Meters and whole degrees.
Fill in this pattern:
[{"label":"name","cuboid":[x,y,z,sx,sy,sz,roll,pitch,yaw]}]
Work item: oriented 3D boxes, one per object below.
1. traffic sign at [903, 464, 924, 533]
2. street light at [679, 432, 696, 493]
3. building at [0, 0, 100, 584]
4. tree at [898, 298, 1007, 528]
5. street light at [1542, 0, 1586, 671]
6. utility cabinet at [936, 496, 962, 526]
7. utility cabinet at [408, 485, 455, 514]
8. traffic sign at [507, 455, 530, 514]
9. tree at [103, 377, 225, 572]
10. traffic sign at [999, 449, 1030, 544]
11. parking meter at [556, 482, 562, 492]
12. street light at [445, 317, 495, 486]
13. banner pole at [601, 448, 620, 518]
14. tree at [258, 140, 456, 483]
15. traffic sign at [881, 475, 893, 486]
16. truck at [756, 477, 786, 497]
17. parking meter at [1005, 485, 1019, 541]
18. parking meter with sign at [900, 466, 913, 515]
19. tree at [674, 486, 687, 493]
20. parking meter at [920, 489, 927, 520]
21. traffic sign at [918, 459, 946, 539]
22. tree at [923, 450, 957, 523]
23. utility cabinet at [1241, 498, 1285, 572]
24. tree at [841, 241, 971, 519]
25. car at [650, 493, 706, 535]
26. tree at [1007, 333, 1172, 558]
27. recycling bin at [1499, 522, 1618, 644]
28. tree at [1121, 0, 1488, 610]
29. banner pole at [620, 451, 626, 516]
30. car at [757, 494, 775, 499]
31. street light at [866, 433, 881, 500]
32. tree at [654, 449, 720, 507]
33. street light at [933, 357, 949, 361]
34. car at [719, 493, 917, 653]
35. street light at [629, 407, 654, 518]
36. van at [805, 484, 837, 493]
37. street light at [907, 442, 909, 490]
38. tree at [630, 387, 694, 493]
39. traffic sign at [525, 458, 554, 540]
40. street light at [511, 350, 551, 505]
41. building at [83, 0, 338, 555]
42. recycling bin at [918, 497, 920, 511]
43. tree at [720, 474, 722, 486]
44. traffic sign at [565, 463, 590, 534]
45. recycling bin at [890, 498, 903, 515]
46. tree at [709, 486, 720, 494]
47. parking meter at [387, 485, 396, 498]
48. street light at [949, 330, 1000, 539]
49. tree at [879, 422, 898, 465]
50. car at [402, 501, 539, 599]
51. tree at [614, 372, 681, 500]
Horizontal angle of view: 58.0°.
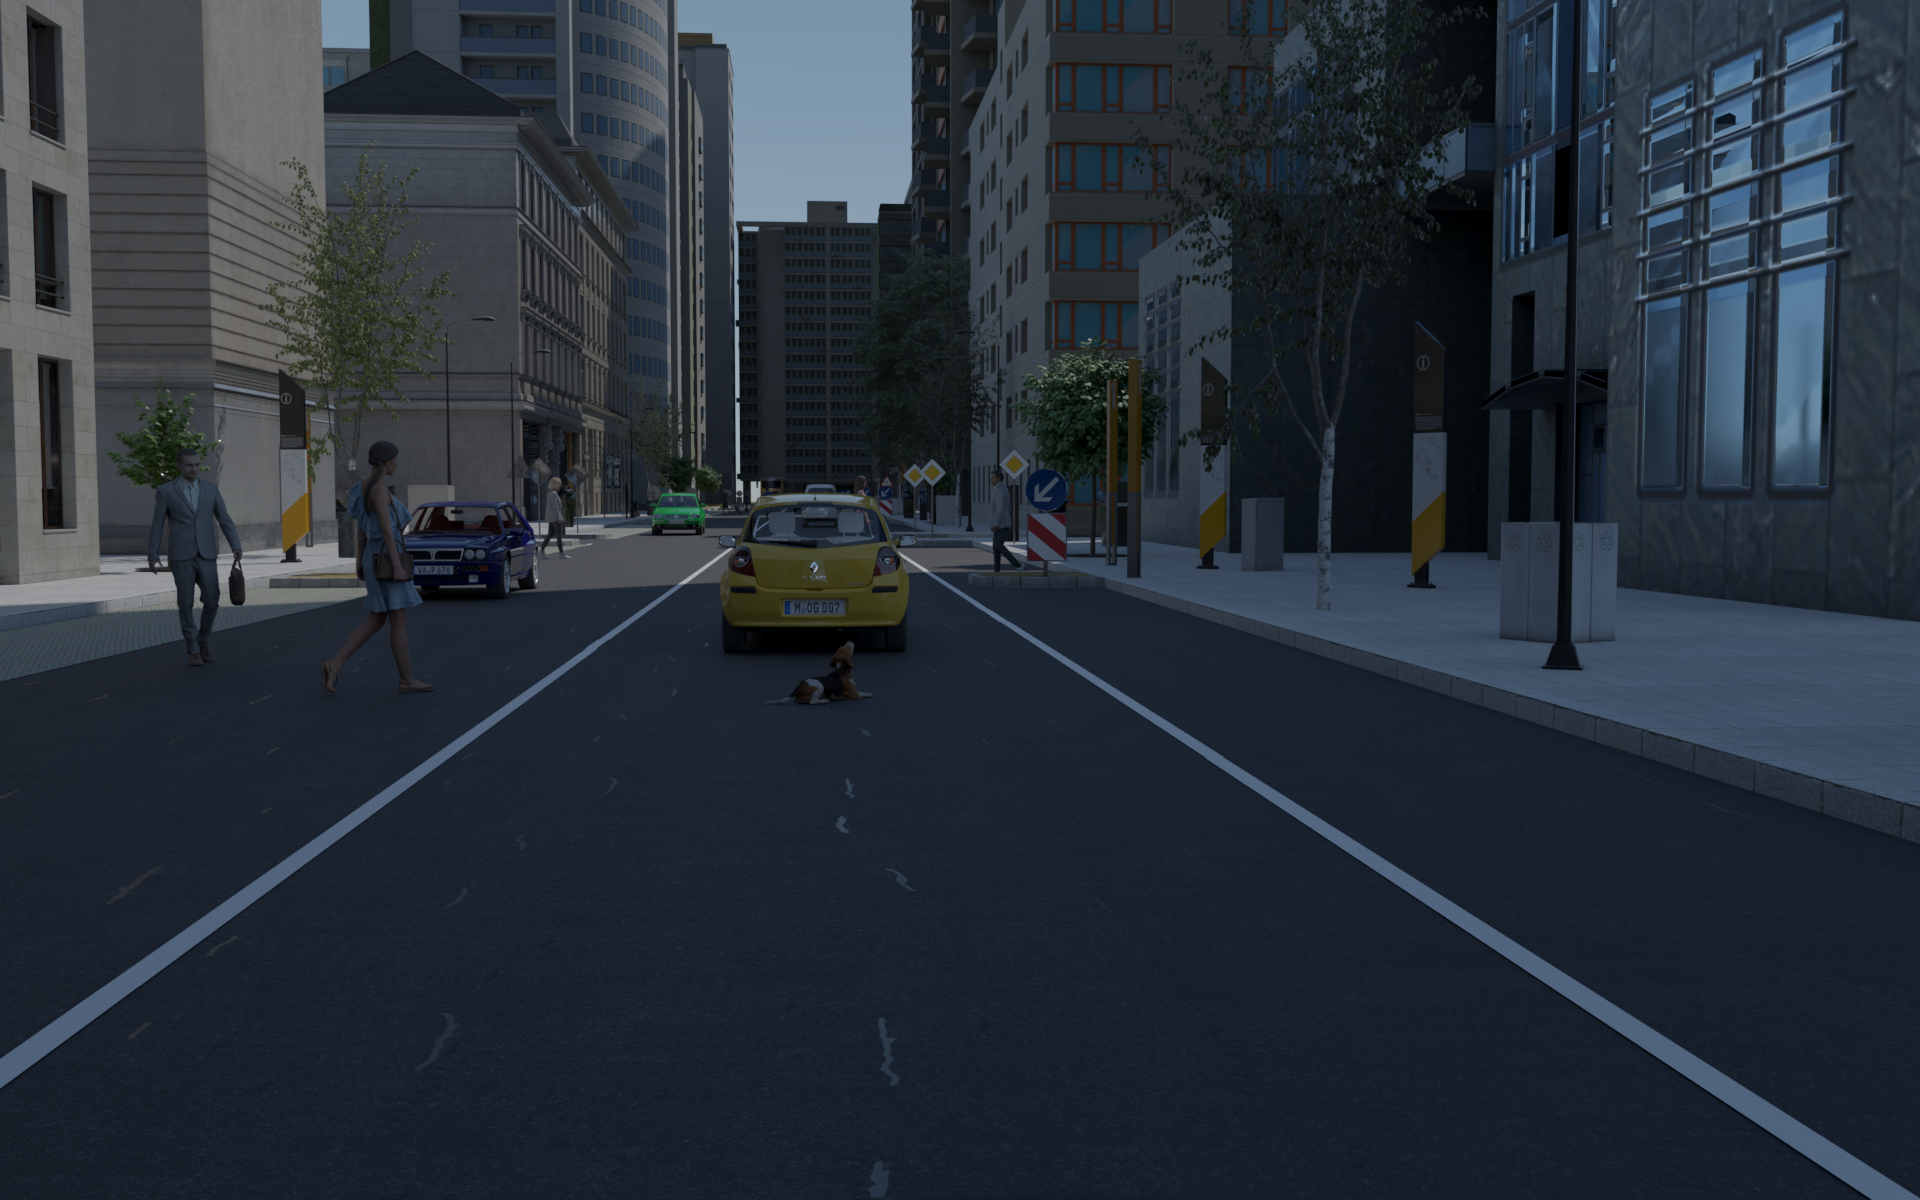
[{"label":"traffic sign","cuboid":[-1.487,-3.264,57.016,0.795,2.450,0.064,0,4,-5]},{"label":"street light","cuboid":[-20.345,-9.577,129.120,1.470,5.913,1.316,0,4,-5]},{"label":"building","cuboid":[-17.982,-9.977,17.871,10.420,20.320,16.860,0,4,-5]},{"label":"tree","cuboid":[-0.127,-7.048,65.602,4.360,8.622,3.978,0,3,0]},{"label":"street light","cuboid":[3.907,-2.446,12.535,1.470,5.913,1.316,0,4,-5]},{"label":"utility cabinet","cuboid":[-0.444,-3.585,69.770,1.020,1.237,0.306,2,4,26]},{"label":"utility cabinet","cuboid":[-13.196,-2.116,43.277,1.173,1.500,0.318,1,4,19]},{"label":"traffic sign","cuboid":[-14.495,-3.495,57.139,0.884,2.594,0.081,0,4,0]},{"label":"tree","cuboid":[-13.282,-2.099,28.916,1.663,3.219,1.824,0,3,0]},{"label":"traffic sign","cuboid":[1.391,-2.646,44.448,0.795,2.450,0.064,0,4,-1]},{"label":"parking meter","cuboid":[-16.591,-4.017,71.393,0.255,1.863,0.399,1,4,21]},{"label":"street light","cuboid":[-12.871,-4.458,45.423,1.470,5.913,1.316,0,4,-5]},{"label":"banner pole","cuboid":[-19.041,-6.337,93.625,0.401,3.779,0.863,3,5,43]},{"label":"tree","cuboid":[-12.936,-5.291,36.873,4.737,8.622,4.395,0,3,0]},{"label":"traffic sign","cuboid":[-5.003,-7.250,118.536,0.884,2.594,0.081,0,4,-1]},{"label":"truck","cuboid":[-22.083,-12.669,203.070,3.469,3.379,9.791,0,4,-5]},{"label":"parking meter","cuboid":[1.419,-2.368,47.122,0.372,1.533,0.369,0,3,0]},{"label":"parking meter with sign","cuboid":[-3.382,-6.821,107.783,0.543,3.016,1.738,-2,4,-33]},{"label":"tree","cuboid":[-22.356,-8.803,138.524,1.663,3.219,1.824,0,3,0]},{"label":"parking meter","cuboid":[-1.779,-4.634,84.185,0.372,1.533,0.369,0,3,0]},{"label":"traffic sign","cuboid":[-0.784,-2.778,49.062,0.795,2.450,0.064,0,4,-5]},{"label":"tree","cuboid":[-0.874,-4.988,76.150,1.663,3.219,1.824,0,3,0]},{"label":"utility cabinet","cuboid":[5.076,-1.095,29.063,0.306,1.237,1.020,3,4,37]},{"label":"tree","cuboid":[-1.153,-11.128,88.592,9.857,13.997,8.962,0,3,0]},{"label":"car","cuboid":[-9.998,-3.227,61.564,1.959,1.807,4.718,0,4,-7]},{"label":"tree","cuboid":[2.658,-3.169,35.533,4.285,4.588,4.351,0,3,0]},{"label":"recycling bin","cuboid":[5.263,-0.164,15.241,0.722,1.027,0.722,-2,4,-29]},{"label":"tree","cuboid":[4.001,-4.211,19.216,4.360,8.622,3.978,0,3,0]},{"label":"banner pole","cuboid":[-19.980,-6.826,101.628,0.863,3.779,0.401,-1,4,-8]},{"label":"car","cuboid":[-17.840,-9.316,161.359,2.155,1.783,4.494,0,4,-7]},{"label":"street light","cuboid":[-6.600,-9.751,131.967,1.470,5.913,1.316,0,4,-5]},{"label":"tree","cuboid":[-20.622,-8.678,125.596,4.285,4.588,4.351,0,3,0]},{"label":"street light","cuboid":[-0.205,-5.285,58.945,1.470,5.913,1.316,0,4,-5]},{"label":"car","cuboid":[-1.411,-0.422,17.120,2.015,1.641,3.980,0,4,-4]},{"label":"street light","cuboid":[-17.068,-7.361,92.889,1.470,5.913,1.316,0,4,-5]},{"label":"van","cuboid":[-6.108,-4.227,76.126,2.013,2.044,4.112,0,4,-4]},{"label":"street light","cuboid":[-3.391,-7.509,95.314,1.470,5.913,1.316,0,4,-5]},{"label":"tree","cuboid":[-20.257,-10.249,117.939,4.737,8.622,4.395,0,3,0]},{"label":"traffic sign","cuboid":[-11.688,-2.721,48.123,0.795,2.450,0.064,0,4,-5]},{"label":"street light","cuboid":[-13.854,-5.090,55.766,1.470,5.913,1.316,0,4,-5]},{"label":"building","cuboid":[-24.971,-11.666,39.895,18.267,20.994,9.793,0,4,-5]},{"label":"recycling bin","cuboid":[-2.691,-7.265,131.337,0.722,1.027,0.722,-2,4,-32]},{"label":"tree","cuboid":[-26.373,-11.941,178.955,4.285,4.588,4.351,0,3,0]},{"label":"traffic sign","cuboid":[-12.390,-3.207,56.077,0.795,2.450,0.064,0,4,-5]},{"label":"recycling bin","cuboid":[-3.884,-5.711,105.921,0.722,1.027,0.722,-1,4,-13]},{"label":"tree","cuboid":[-26.341,-11.666,185.344,1.663,3.219,1.824,0,3,0]},{"label":"parking meter","cuboid":[-15.212,-2.307,46.128,0.372,1.533,0.369,0,3,0]},{"label":"street light","cuboid":[0.550,-4.684,49.129,1.470,5.913,1.316,0,4,-5]},{"label":"tree","cuboid":[-4.163,-10.755,126.214,4.360,8.622,3.978,0,3,0]},{"label":"car","cuboid":[-7.148,-0.749,24.828,1.945,1.354,3.894,0,4,-5]},{"label":"tree","cuboid":[-18.722,-9.419,104.357,4.360,8.622,3.978,0,3,0]}]
